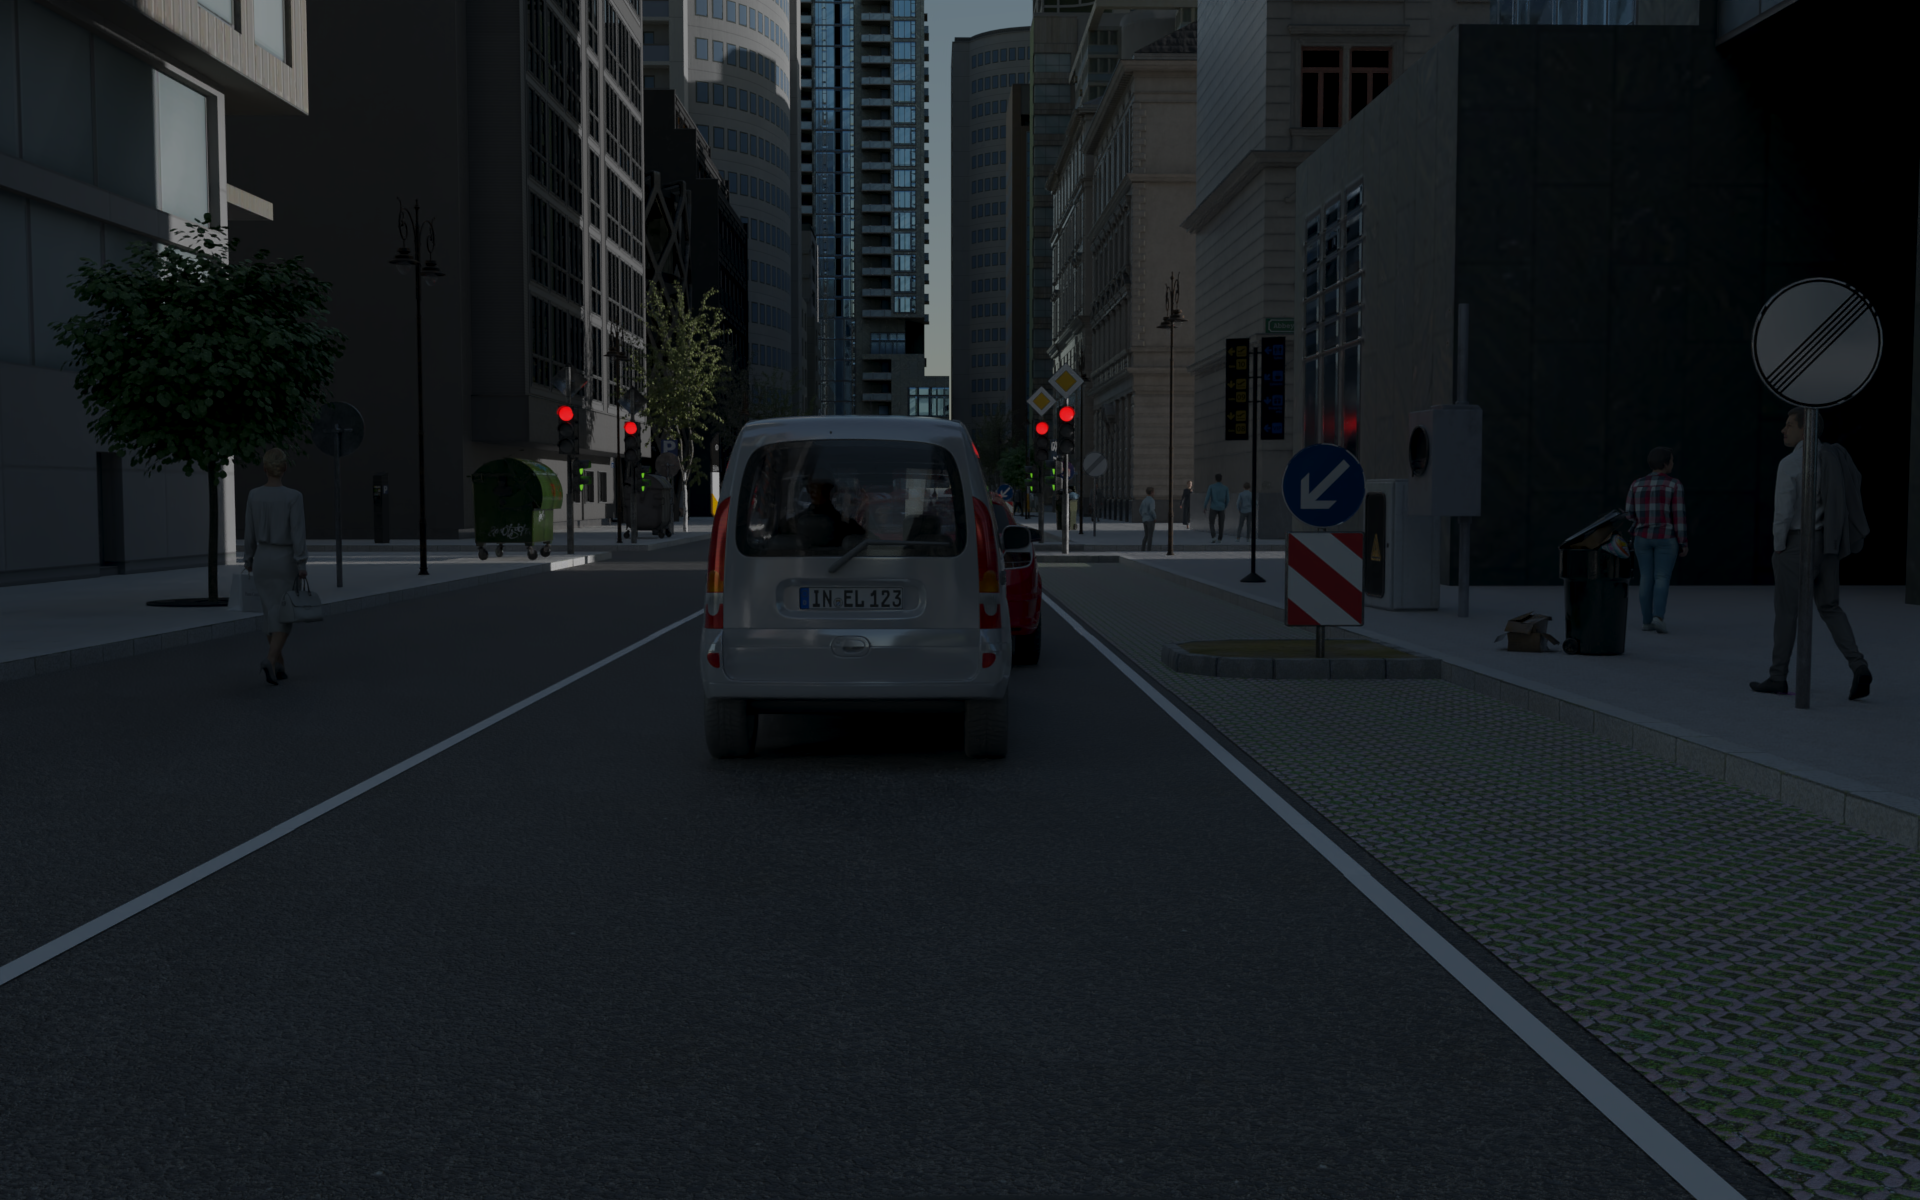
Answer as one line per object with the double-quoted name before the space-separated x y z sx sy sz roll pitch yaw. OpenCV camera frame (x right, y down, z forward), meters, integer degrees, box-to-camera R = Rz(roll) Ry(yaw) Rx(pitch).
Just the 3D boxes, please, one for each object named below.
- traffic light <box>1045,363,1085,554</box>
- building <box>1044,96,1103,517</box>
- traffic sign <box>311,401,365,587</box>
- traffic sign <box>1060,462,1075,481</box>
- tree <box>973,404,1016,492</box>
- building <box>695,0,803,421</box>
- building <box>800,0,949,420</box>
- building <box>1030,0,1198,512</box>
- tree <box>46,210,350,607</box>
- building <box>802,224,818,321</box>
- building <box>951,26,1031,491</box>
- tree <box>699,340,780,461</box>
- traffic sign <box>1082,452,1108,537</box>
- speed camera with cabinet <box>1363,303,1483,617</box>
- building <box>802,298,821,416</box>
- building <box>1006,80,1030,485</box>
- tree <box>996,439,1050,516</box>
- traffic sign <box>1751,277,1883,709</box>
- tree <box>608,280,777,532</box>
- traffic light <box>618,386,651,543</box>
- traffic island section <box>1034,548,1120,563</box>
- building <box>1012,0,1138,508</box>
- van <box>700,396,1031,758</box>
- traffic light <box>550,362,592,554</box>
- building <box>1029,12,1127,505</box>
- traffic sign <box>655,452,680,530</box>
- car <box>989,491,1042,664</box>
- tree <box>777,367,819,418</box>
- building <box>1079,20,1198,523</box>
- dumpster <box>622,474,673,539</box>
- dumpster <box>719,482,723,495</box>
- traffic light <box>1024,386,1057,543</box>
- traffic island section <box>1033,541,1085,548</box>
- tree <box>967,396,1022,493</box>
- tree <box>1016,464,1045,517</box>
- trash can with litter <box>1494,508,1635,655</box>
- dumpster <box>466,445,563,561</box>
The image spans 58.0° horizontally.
"traffic light" 2.246 -2.950 37.149 0.839 4.253 0.868 0 4 -1
"building" 12.282 -19.002 107.938 12.463 27.353 25.104 0 4 -1
"traffic sign" -8.535 -1.446 23.755 0.768 2.556 0.104 0 4 4
"traffic sign" 4.067 -4.110 67.311 0.768 2.556 0.104 0 4 4
"tree" 2.585 -11.719 141.972 4.737 8.622 4.395 0 3 0
"building" -23.740 -36.156 133.142 21.231 58.520 28.212 0 4 -1
"building" -16.940 -55.239 215.834 31.000 86.520 22.319 0 4 -1
"building" 21.551 -26.957 132.625 32.217 40.220 23.993 0 4 -1
"tree" -8.784 -2.226 20.101 4.285 4.588 4.351 0 3 0
"building" -22.376 -25.371 186.517 14.107 30.474 14.160 0 4 -1
"building" 13.060 -41.262 216.639 28.212 58.520 21.231 0 4 -1
"tree" -10.501 -8.077 82.417 4.360 8.622 3.978 0 3 0
"traffic sign" 4.063 -3.187 52.210 0.768 2.556 0.104 0 3 0
"speed camera with cabinet" 4.976 -1.494 18.762 0.660 3.252 2.038 0 4 -6
"building" -27.853 -19.473 163.423 27.650 21.520 28.899 0 4 -1
"building" 12.133 -32.776 186.005 14.600 45.320 14.200 0 4 -1
"tree" 3.786 -7.261 102.426 4.285 4.588 4.351 0 3 0
"traffic sign" 5.049 -0.624 10.300 0.768 2.556 0.104 0 4 0
"tree" -9.546 -6.634 58.822 4.737 8.622 4.395 0 3 0
"traffic light" -8.461 -3.425 44.924 0.839 4.253 0.868 0 4 -1
"traffic island section" 2.286 -0.916 37.264 2.009 0.180 2.903 0 4 -1
"building" 15.597 -44.627 167.904 20.563 71.187 20.611 0 4 -1
"van" -0.546 -0.229 10.762 2.013 2.044 4.112 0 4 0
"traffic light" -8.314 -2.937 36.940 0.839 4.253 0.868 0 4 -1
"building" 12.990 -28.615 151.444 14.154 41.232 14.086 0 4 -1
"traffic sign" -8.892 -3.214 52.661 0.768 2.556 0.104 0 4 4
"car" -0.272 -0.427 16.022 2.155 1.783 4.494 0 4 -2
"tree" -10.114 -9.050 98.326 4.737 8.622 4.395 0 3 0
"building" 12.247 -15.698 85.534 11.050 23.489 19.941 0 4 -1
"dumpster" -9.101 -2.731 50.408 1.264 1.857 1.865 0 4 -1
"dumpster" -9.430 -4.041 71.830 1.264 1.857 1.865 0 4 -1
"traffic light" 2.099 -3.438 45.133 0.839 4.253 0.868 0 4 -1
"traffic island section" 2.139 -1.405 45.248 2.009 0.180 2.903 0 4 -1
"tree" 2.481 -10.908 128.712 4.360 8.622 3.978 0 3 0
"tree" 3.858 -6.332 98.132 1.663 3.219 1.824 0 3 0
"trash can with litter" 4.866 -0.157 13.951 1.055 1.170 0.624 2 4 29
"dumpster" -8.783 -1.938 34.184 1.502 2.255 1.985 0 4 -1
